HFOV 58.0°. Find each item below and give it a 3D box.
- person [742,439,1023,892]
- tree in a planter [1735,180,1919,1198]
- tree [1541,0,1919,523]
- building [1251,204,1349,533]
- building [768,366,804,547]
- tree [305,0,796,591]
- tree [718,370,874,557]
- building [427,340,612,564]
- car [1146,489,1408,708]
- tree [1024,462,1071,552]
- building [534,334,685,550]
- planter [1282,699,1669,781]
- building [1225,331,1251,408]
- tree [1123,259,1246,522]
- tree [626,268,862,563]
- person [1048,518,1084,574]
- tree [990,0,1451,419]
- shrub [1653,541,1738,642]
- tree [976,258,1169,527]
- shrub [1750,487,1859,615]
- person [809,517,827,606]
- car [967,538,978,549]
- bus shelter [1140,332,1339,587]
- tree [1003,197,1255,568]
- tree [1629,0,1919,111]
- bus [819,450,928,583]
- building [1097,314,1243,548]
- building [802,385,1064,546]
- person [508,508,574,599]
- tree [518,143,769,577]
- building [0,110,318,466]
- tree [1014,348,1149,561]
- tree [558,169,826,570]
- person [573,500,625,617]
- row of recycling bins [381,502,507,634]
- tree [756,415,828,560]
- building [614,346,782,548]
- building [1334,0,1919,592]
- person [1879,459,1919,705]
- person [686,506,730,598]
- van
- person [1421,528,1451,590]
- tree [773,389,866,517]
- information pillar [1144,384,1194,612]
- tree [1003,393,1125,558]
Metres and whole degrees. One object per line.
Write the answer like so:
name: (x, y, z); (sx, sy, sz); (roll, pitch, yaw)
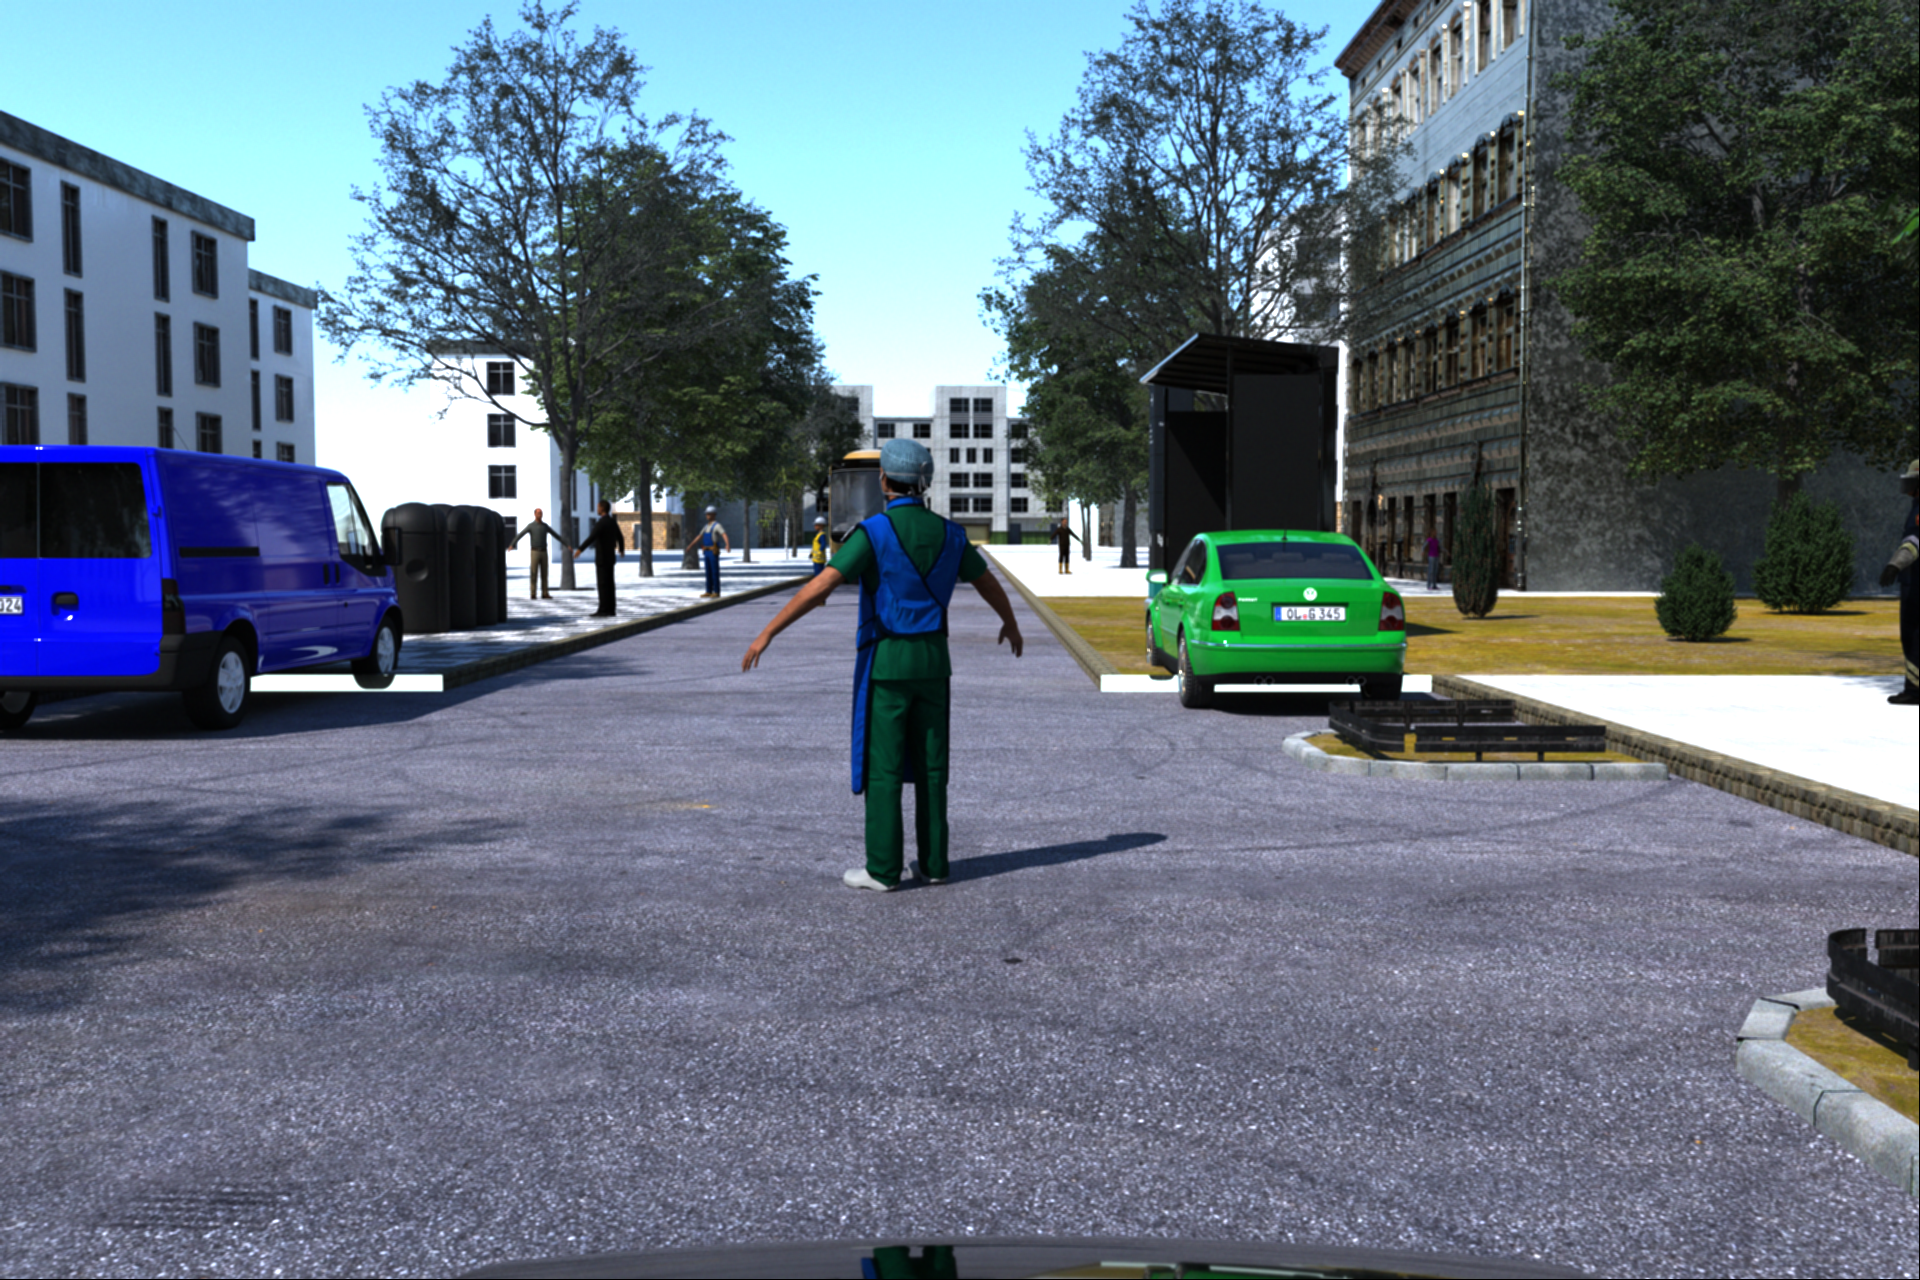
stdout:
person: (-0.245, 0.094, 7.050); (1.347, 1.817, 0.704); (-2, 4, -35)
tree in a planter: (3.057, -0.422, 4.127); (1.991, 3.239, 1.994); (0, 4, 0)
tree: (15.942, -7.732, 33.081); (9.857, 13.997, 8.962); (0, 3, 0)
building: (22.078, -14.906, 100.128); (16.016, 20.090, 11.380); (0, 3, 0)
building: (-26.582, -21.510, 182.616); (19.493, 23.208, 18.063); (0, 4, 0)
tree: (-8.977, -7.882, 39.246); (12.009, 13.543, 11.850); (0, 3, 0)
tree: (-9.092, -9.804, 94.711); (8.767, 10.594, 7.601); (-1, 4, -9)
building: (-22.335, -8.982, 89.002); (9.099, 9.664, 28.070); (0, 4, 0)
car: (2.721, -0.418, 15.624); (1.959, 1.807, 4.718); (0, 4, 0)
tree: (6.766, -10.411, 120.577); (4.737, 8.622, 4.395); (0, 3, 0)
building: (-28.500, -17.391, 140.767); (16.016, 20.090, 11.380); (0, 4, 1)
planter: (3.121, 0.617, 11.051); (1.991, 0.319, 1.994); (0, 4, 0)
building: (25.244, -18.374, 156.829); (16.016, 20.090, 11.380); (0, 4, 1)
tree: (6.082, -5.910, 46.986); (4.360, 8.622, 3.978); (0, 3, 0)
tree: (-9.433, -10.172, 76.690); (12.009, 13.543, 11.850); (0, 3, 0)
person: (3.370, -3.029, 55.669); (1.346, 1.812, 0.704); (-2, 4, -29)
tree: (5.722, -7.757, 37.195); (12.009, 13.543, 11.850); (0, 3, 0)
shrub: (8.768, -0.582, 20.633); (1.383, 1.207, 1.383); (0, 3, 0)
tree: (7.100, -15.392, 107.550); (12.611, 20.169, 13.585); (0, 3, 0)
shrub: (13.425, -1.415, 27.557); (1.690, 2.028, 1.600); (0, 3, 0)
person: (-2.870, -1.563, 34.476); (0.721, 1.772, 1.216); (-1, 4, -12)
car: (-0.257, -3.398, 68.140); (1.945, 1.354, 3.894); (0, 3, 0)
bus shelter: (3.611, -1.959, 23.316); (1.731, 3.624, 6.357); (0, 4, 0)
tree: (6.412, -9.692, 65.124); (9.857, 13.997, 8.962); (0, 3, 0)
tree: (9.239, -6.223, 12.110); (12.009, 13.543, 11.850); (0, 3, 0)
bus: (-2.422, -3.825, 54.084); (2.896, 3.916, 12.252); (0, 4, 0)
building: (23.875, -20.952, 173.490); (19.493, 23.208, 18.063); (0, 3, 0)
building: (-3.451, -21.000, 212.263); (31.486, 18.905, 16.747); (0, 4, -4)
person: (-8.277, -1.702, 34.097); (1.348, 1.796, 0.705); (-2, 4, -35)
tree: (-9.746, -8.146, 51.321); (7.486, 12.596, 7.792); (0, 3, 0)
building: (-23.296, -6.371, 46.313); (9.099, 9.664, 28.070); (0, 4, 1)
tree: (6.341, -9.041, 82.225); (8.767, 10.594, 7.601); (3, 4, 38)
tree: (-9.561, -9.487, 61.765); (9.857, 13.997, 8.962); (0, 3, 0)
person: (-5.541, -1.266, 26.922); (0.704, 1.802, 1.346); (1, 4, 21)
row of recycling bins: (-7.012, -1.023, 23.841); (1.069, 1.692, 3.534); (0, 4, 1)
tree: (-8.727, -8.367, 87.167); (4.737, 8.622, 4.395); (0, 3, 0)
building: (-27.266, -20.361, 163.837); (19.493, 23.208, 18.063); (0, 3, 0)
building: (21.694, -13.194, 46.658); (19.493, 23.208, 18.063); (0, 3, 0)
person: (7.233, -0.442, 13.096); (0.704, 1.845, 1.351); (3, 5, 40)
person: (-5.032, -1.781, 34.976); (1.347, 1.847, 0.705); (3, 5, 43)
van: (-6.260, -0.609, 14.348); (2.240, 2.365, 5.245); (0, 4, 0)
person: (10.919, -1.867, 39.791); (0.991, 1.433, 0.599); (-2, 4, -35)
tree: (-8.657, -10.773, 110.547); (7.601, 10.594, 8.767); (-1, 4, -11)
information pillar: (3.437, -2.378, 28.251); (0.750, 3.857, 0.750); (0, 4, -2)
tree: (6.696, -9.679, 92.671); (8.767, 10.594, 7.601); (0, 4, -5)
